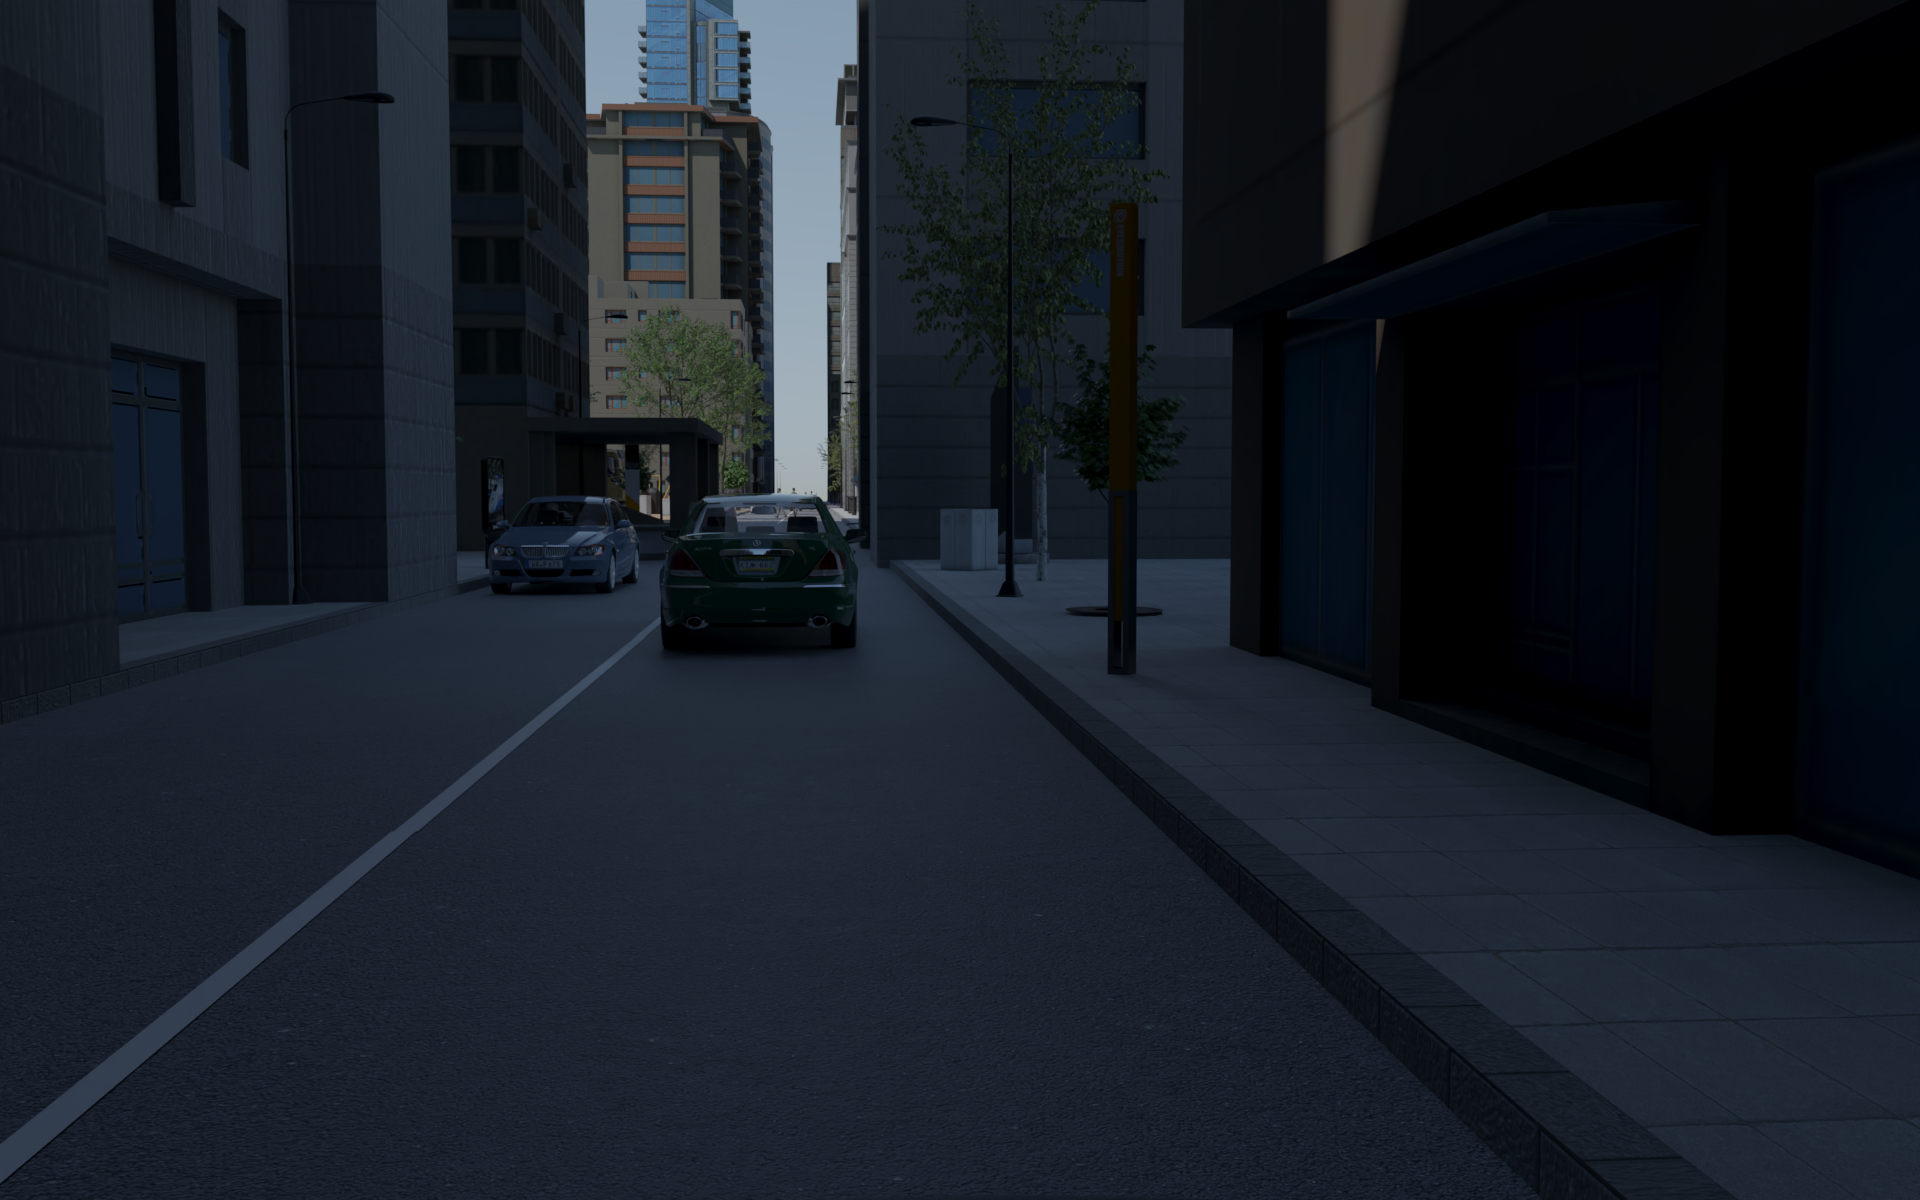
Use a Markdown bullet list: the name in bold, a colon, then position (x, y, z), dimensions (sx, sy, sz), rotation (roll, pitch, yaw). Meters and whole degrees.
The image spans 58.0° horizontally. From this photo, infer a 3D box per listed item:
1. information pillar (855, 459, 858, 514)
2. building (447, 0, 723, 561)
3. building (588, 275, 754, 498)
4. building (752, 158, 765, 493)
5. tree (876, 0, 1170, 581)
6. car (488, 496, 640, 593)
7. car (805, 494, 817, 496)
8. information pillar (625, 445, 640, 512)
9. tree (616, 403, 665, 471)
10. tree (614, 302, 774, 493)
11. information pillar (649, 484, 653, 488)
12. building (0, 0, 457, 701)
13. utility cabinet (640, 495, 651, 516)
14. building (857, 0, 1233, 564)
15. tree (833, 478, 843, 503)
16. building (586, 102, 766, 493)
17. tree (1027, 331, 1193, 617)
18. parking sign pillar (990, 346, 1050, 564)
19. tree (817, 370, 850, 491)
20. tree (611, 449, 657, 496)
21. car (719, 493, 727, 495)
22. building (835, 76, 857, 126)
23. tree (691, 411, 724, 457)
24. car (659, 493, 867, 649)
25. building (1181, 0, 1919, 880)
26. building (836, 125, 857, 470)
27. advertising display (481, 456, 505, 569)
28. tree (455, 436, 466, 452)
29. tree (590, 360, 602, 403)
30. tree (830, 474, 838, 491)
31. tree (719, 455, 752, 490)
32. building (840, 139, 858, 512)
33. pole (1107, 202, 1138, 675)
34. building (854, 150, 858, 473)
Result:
- **information pillar**: position (-6.879, -7.523, 114.362), dimensions (0.183, 3.616, 0.504), rotation (0, 4, -7)
- **building**: position (-22.433, -21.424, 42.165), dimensions (32.217, 40.220, 23.993), rotation (0, 4, -5)
- **building**: position (-34.401, -19.706, 167.235), dimensions (27.650, 21.520, 28.899), rotation (0, 4, -5)
- **building**: position (-32.352, -34.745, 218.192), dimensions (14.600, 45.320, 14.200), rotation (0, 4, -5)
- **tree**: position (0.972, -4.583, 25.297), dimensions (4.737, 8.622, 4.395), rotation (0, 3, 0)
- **car**: position (-5.978, -0.889, 26.541), dimensions (2.014, 1.417, 4.499), rotation (0, 4, -3)
- **car**: position (-12.575, -8.111, 144.615), dimensions (2.014, 1.417, 4.499), rotation (0, 4, -5)
- **information pillar**: position (-11.045, -4.105, 58.465), dimensions (0.504, 3.616, 0.183), rotation (-1, 4, -14)
- **tree**: position (-24.762, -11.322, 135.478), dimensions (4.360, 8.622, 3.978), rotation (0, 3, 0)
- **tree**: position (-15.172, -10.368, 95.277), dimensions (9.928, 11.665, 9.643), rotation (0, 3, 0)
- **information pillar**: position (-20.139, -6.612, 112.591), dimensions (0.304, 2.012, 0.304), rotation (3, 5, 42)
- **building**: position (-16.399, -28.499, 7.954), dimensions (21.231, 58.520, 28.212), rotation (0, 4, -5)
- **utility cabinet**: position (-16.738, -4.946, 92.036), dimensions (0.306, 1.237, 1.020), rotation (-2, 4, -34)
- **building**: position (7.668, -30.865, 46.642), dimensions (21.231, 58.520, 28.212), rotation (0, 4, -5)
- **tree**: position (-17.157, -15.518, 248.313), dimensions (1.663, 3.219, 1.824), rotation (0, 3, 0)
- **building**: position (-33.457, -33.132, 196.328), dimensions (22.147, 44.769, 28.867), rotation (0, 4, -5)
- **tree**: position (1.690, -1.451, 18.324), dimensions (1.663, 3.219, 1.824), rotation (0, 3, 0)
- **parking sign pillar**: position (0.952, -2.677, 32.241), dimensions (1.447, 3.967, 1.447), rotation (-1, 4, -16)
- **tree**: position (-4.848, -8.910, 96.047), dimensions (4.737, 8.622, 4.395), rotation (0, 3, 0)
- **tree**: position (-12.256, -4.361, 65.907), dimensions (1.663, 3.219, 1.824), rotation (0, 3, 0)
- **car**: position (-9.204, -3.373, 64.187), dimensions (2.155, 1.783, 4.494), rotation (0, 4, -7)
- **building**: position (-0.949, -38.374, 216.646), dimensions (28.713, 52.752, 27.495), rotation (0, 4, -5)
- **tree**: position (-22.407, -12.275, 151.060), dimensions (4.737, 8.622, 4.395), rotation (0, 3, 0)
- **car**: position (-1.984, -0.349, 17.509), dimensions (2.131, 1.459, 4.920), rotation (0, 4, -5)
- **building**: position (9.373, -21.838, 7.169), dimensions (14.600, 45.320, 14.200), rotation (0, 4, -5)
- **building**: position (-6.467, -31.322, 195.709), dimensions (14.154, 41.232, 14.086), rotation (0, 4, -5)
- **advertising display**: position (-8.101, -1.520, 30.068), dimensions (0.123, 1.923, 0.974), rotation (0, 4, 2)
- **tree**: position (-8.820, -2.009, 27.450), dimensions (1.663, 3.219, 1.824), rotation (0, 3, 0)
- **tree**: position (-18.810, -7.953, 80.396), dimensions (4.360, 8.622, 3.978), rotation (0, 3, 0)
- **tree**: position (-16.872, -15.893, 243.556), dimensions (4.285, 4.588, 4.351), rotation (0, 3, 0)
- **tree**: position (-19.044, -9.851, 144.772), dimensions (4.285, 4.588, 4.351), rotation (0, 3, 0)
- **building**: position (-3.819, -22.121, 139.177), dimensions (11.434, 29.767, 29.804), rotation (0, 4, -5)
- **pole**: position (1.155, -1.126, 12.261), dimensions (0.158, 3.312, 0.155), rotation (0, 3, 0)
- **building**: position (0.549, -19.519, 112.650), dimensions (14.314, 27.812, 24.014), rotation (0, 4, -5)
